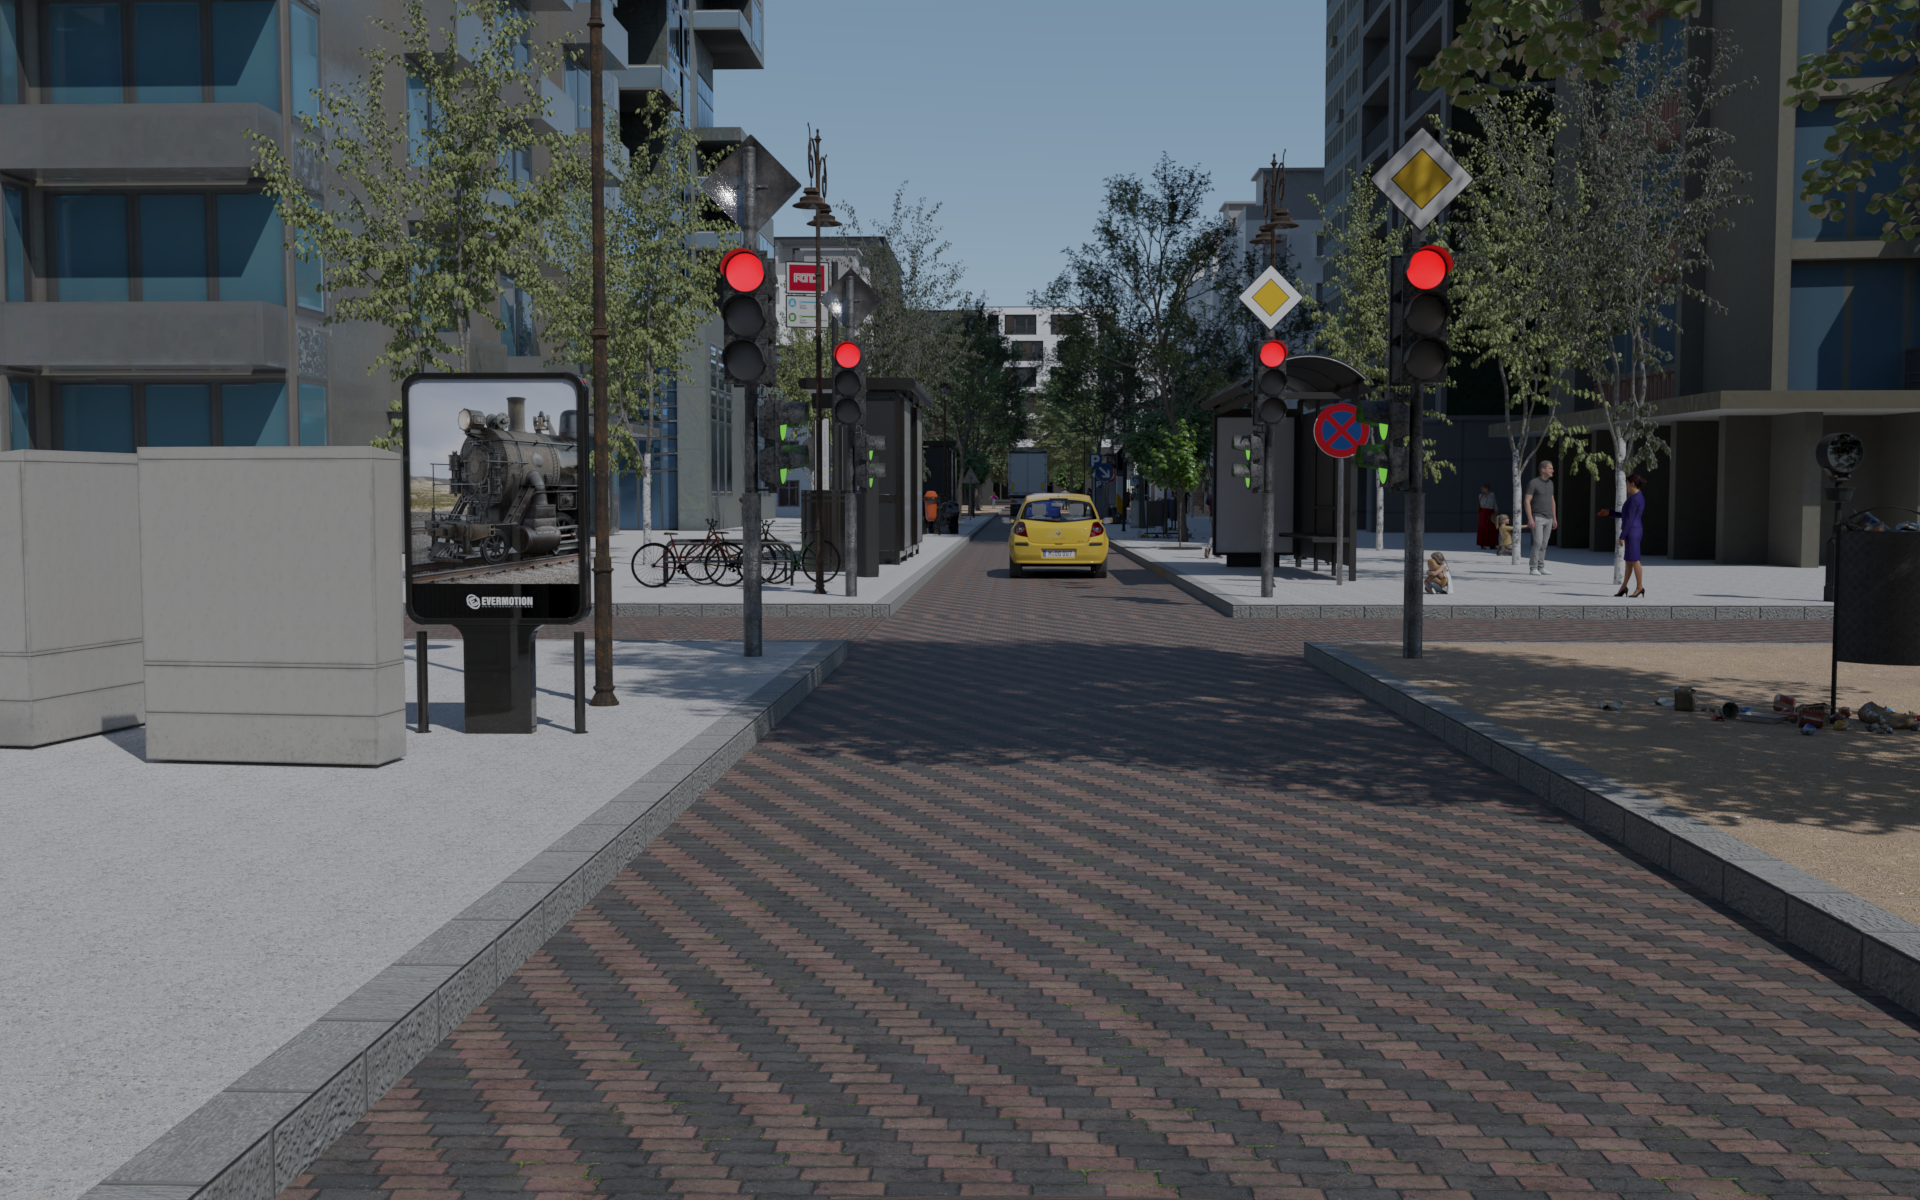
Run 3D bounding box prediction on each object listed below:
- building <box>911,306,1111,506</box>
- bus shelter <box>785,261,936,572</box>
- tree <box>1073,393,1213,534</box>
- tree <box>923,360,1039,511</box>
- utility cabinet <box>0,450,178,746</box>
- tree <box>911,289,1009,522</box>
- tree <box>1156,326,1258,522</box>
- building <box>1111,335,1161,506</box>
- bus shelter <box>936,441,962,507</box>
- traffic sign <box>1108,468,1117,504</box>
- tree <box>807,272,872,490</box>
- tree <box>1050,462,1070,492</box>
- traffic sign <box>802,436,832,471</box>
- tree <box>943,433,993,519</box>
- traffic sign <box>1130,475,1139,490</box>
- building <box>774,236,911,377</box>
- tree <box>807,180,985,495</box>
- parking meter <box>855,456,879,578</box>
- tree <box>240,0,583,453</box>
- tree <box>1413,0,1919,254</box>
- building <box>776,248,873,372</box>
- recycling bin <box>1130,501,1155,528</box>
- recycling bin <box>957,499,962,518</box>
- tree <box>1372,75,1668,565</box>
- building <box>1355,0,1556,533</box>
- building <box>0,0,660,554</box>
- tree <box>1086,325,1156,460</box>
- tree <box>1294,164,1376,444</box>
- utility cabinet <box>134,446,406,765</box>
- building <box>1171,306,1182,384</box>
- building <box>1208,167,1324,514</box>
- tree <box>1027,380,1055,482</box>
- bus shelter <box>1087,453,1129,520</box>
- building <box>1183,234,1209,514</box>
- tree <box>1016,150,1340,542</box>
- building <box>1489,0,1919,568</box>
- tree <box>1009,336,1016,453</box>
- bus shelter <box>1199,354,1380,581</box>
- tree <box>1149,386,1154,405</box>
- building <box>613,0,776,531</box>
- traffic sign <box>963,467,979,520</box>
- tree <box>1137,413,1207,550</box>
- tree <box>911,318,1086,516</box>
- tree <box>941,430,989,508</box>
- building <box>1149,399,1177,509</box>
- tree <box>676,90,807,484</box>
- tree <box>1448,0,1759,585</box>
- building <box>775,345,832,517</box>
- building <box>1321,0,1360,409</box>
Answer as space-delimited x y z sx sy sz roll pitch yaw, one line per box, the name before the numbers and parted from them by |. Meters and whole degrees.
building | 0.708 -21.940 202.701 32.646 21.610 27.936 0 4 2
bus shelter | -1.822 -3.361 32.578 2.179 5.291 8.768 0 4 2
tree | 6.690 -4.403 55.709 4.285 4.588 4.351 0 3 0
tree | 1.159 -13.074 130.766 9.611 12.733 9.660 0 3 0
utility cabinet | -4.700 -0.033 9.223 0.318 1.500 1.173 1 4 9
tree | 0.200 -8.843 78.999 7.601 10.594 8.767 2 4 28
tree | 11.123 -7.548 73.776 4.737 8.622 4.395 0 3 0
building | 22.468 -20.713 195.081 11.380 20.091 16.016 0 4 2
bus shelter | -1.154 -5.593 69.072 2.179 5.291 8.768 0 4 2
traffic sign | 6.676 -4.769 78.080 0.768 2.556 0.104 1 4 11
tree | -4.910 -6.556 57.561 4.737 8.622 4.395 0 3 0
tree | 9.747 -10.391 153.610 4.285 4.588 4.351 0 3 0
traffic sign | -3.143 -2.313 37.932 0.768 2.556 0.104 0 4 7
tree | -0.501 -6.528 90.438 4.285 4.588 4.351 0 3 0
traffic sign | 9.143 -5.387 90.209 0.606 2.300 0.079 0 4 5
building | -21.766 -18.832 151.882 32.646 21.610 27.936 0 4 2
tree | -1.656 -5.585 41.672 4.360 8.622 3.978 0 3 0
parking meter | -1.450 -1.287 26.762 0.255 1.863 0.399 -3 4 -36
tree | -7.047 -4.469 23.436 4.737 8.622 4.395 0 3 0
tree | 4.632 -5.456 7.330 7.486 12.596 7.792 0 3 0
building | -14.457 -16.825 131.507 16.016 20.091 11.380 0 4 2
recycling bin | 6.959 -3.260 65.855 0.722 1.027 0.722 3 4 38
recycling bin | -0.392 -4.952 93.526 0.722 1.027 0.722 -3 5 -39
tree | 10.082 -4.920 30.805 4.737 8.622 4.395 0 3 0
building | 24.012 -38.001 59.569 20.563 71.187 20.611 0 4 2
building | -21.363 -25.944 43.788 23.786 49.044 30.456 0 4 2
tree | 8.230 -10.874 103.548 9.928 11.665 9.643 0 3 0
tree | 9.461 -5.401 38.676 4.737 8.622 4.395 0 3 0
utility cabinet | -3.269 0.025 8.263 1.173 1.500 0.318 1 4 8
building | 24.255 -16.736 130.055 16.016 20.091 11.380 0 4 2
building | 24.068 -15.269 106.062 16.016 20.091 11.380 0 4 2
tree | 9.037 -13.843 144.458 7.486 12.596 7.792 0 3 0
bus shelter | 7.588 -5.767 88.218 2.014 3.302 5.546 0 4 2
building | 23.837 -15.966 117.465 16.016 20.091 11.380 0 4 2
tree | 6.008 -6.851 46.420 8.767 10.594 7.601 0 4 1
building | 27.475 -23.439 37.858 28.867 44.769 22.147 0 4 2
tree | 6.887 -7.956 64.496 8.767 10.594 7.601 1 4 11
bus shelter | 5.138 -2.075 27.842 2.014 3.302 5.546 0 4 2
tree | 11.501 -7.931 80.039 4.737 8.622 4.395 0 3 0
building | -19.389 -46.519 73.264 22.319 86.520 31.000 0 4 2
traffic sign | 0.506 -5.166 84.465 0.884 2.594 0.081 1 4 9
tree | 5.195 -2.789 40.196 1.663 3.219 1.824 0 3 0
tree | 0.588 -10.691 100.554 9.928 11.665 9.643 0 3 0
tree | 1.592 -14.602 156.868 7.486 12.596 7.792 0 3 0
building | 21.537 -12.739 150.435 9.099 9.664 28.070 0 4 2
tree | -5.891 -4.938 31.103 4.737 8.622 4.395 0 3 0
tree | 9.110 -4.516 24.200 4.360 8.622 3.978 0 3 0
building | -11.563 -10.369 111.673 9.099 9.664 28.070 0 4 2
building | 30.790 -23.900 82.644 32.217 40.220 23.993 0 4 2
